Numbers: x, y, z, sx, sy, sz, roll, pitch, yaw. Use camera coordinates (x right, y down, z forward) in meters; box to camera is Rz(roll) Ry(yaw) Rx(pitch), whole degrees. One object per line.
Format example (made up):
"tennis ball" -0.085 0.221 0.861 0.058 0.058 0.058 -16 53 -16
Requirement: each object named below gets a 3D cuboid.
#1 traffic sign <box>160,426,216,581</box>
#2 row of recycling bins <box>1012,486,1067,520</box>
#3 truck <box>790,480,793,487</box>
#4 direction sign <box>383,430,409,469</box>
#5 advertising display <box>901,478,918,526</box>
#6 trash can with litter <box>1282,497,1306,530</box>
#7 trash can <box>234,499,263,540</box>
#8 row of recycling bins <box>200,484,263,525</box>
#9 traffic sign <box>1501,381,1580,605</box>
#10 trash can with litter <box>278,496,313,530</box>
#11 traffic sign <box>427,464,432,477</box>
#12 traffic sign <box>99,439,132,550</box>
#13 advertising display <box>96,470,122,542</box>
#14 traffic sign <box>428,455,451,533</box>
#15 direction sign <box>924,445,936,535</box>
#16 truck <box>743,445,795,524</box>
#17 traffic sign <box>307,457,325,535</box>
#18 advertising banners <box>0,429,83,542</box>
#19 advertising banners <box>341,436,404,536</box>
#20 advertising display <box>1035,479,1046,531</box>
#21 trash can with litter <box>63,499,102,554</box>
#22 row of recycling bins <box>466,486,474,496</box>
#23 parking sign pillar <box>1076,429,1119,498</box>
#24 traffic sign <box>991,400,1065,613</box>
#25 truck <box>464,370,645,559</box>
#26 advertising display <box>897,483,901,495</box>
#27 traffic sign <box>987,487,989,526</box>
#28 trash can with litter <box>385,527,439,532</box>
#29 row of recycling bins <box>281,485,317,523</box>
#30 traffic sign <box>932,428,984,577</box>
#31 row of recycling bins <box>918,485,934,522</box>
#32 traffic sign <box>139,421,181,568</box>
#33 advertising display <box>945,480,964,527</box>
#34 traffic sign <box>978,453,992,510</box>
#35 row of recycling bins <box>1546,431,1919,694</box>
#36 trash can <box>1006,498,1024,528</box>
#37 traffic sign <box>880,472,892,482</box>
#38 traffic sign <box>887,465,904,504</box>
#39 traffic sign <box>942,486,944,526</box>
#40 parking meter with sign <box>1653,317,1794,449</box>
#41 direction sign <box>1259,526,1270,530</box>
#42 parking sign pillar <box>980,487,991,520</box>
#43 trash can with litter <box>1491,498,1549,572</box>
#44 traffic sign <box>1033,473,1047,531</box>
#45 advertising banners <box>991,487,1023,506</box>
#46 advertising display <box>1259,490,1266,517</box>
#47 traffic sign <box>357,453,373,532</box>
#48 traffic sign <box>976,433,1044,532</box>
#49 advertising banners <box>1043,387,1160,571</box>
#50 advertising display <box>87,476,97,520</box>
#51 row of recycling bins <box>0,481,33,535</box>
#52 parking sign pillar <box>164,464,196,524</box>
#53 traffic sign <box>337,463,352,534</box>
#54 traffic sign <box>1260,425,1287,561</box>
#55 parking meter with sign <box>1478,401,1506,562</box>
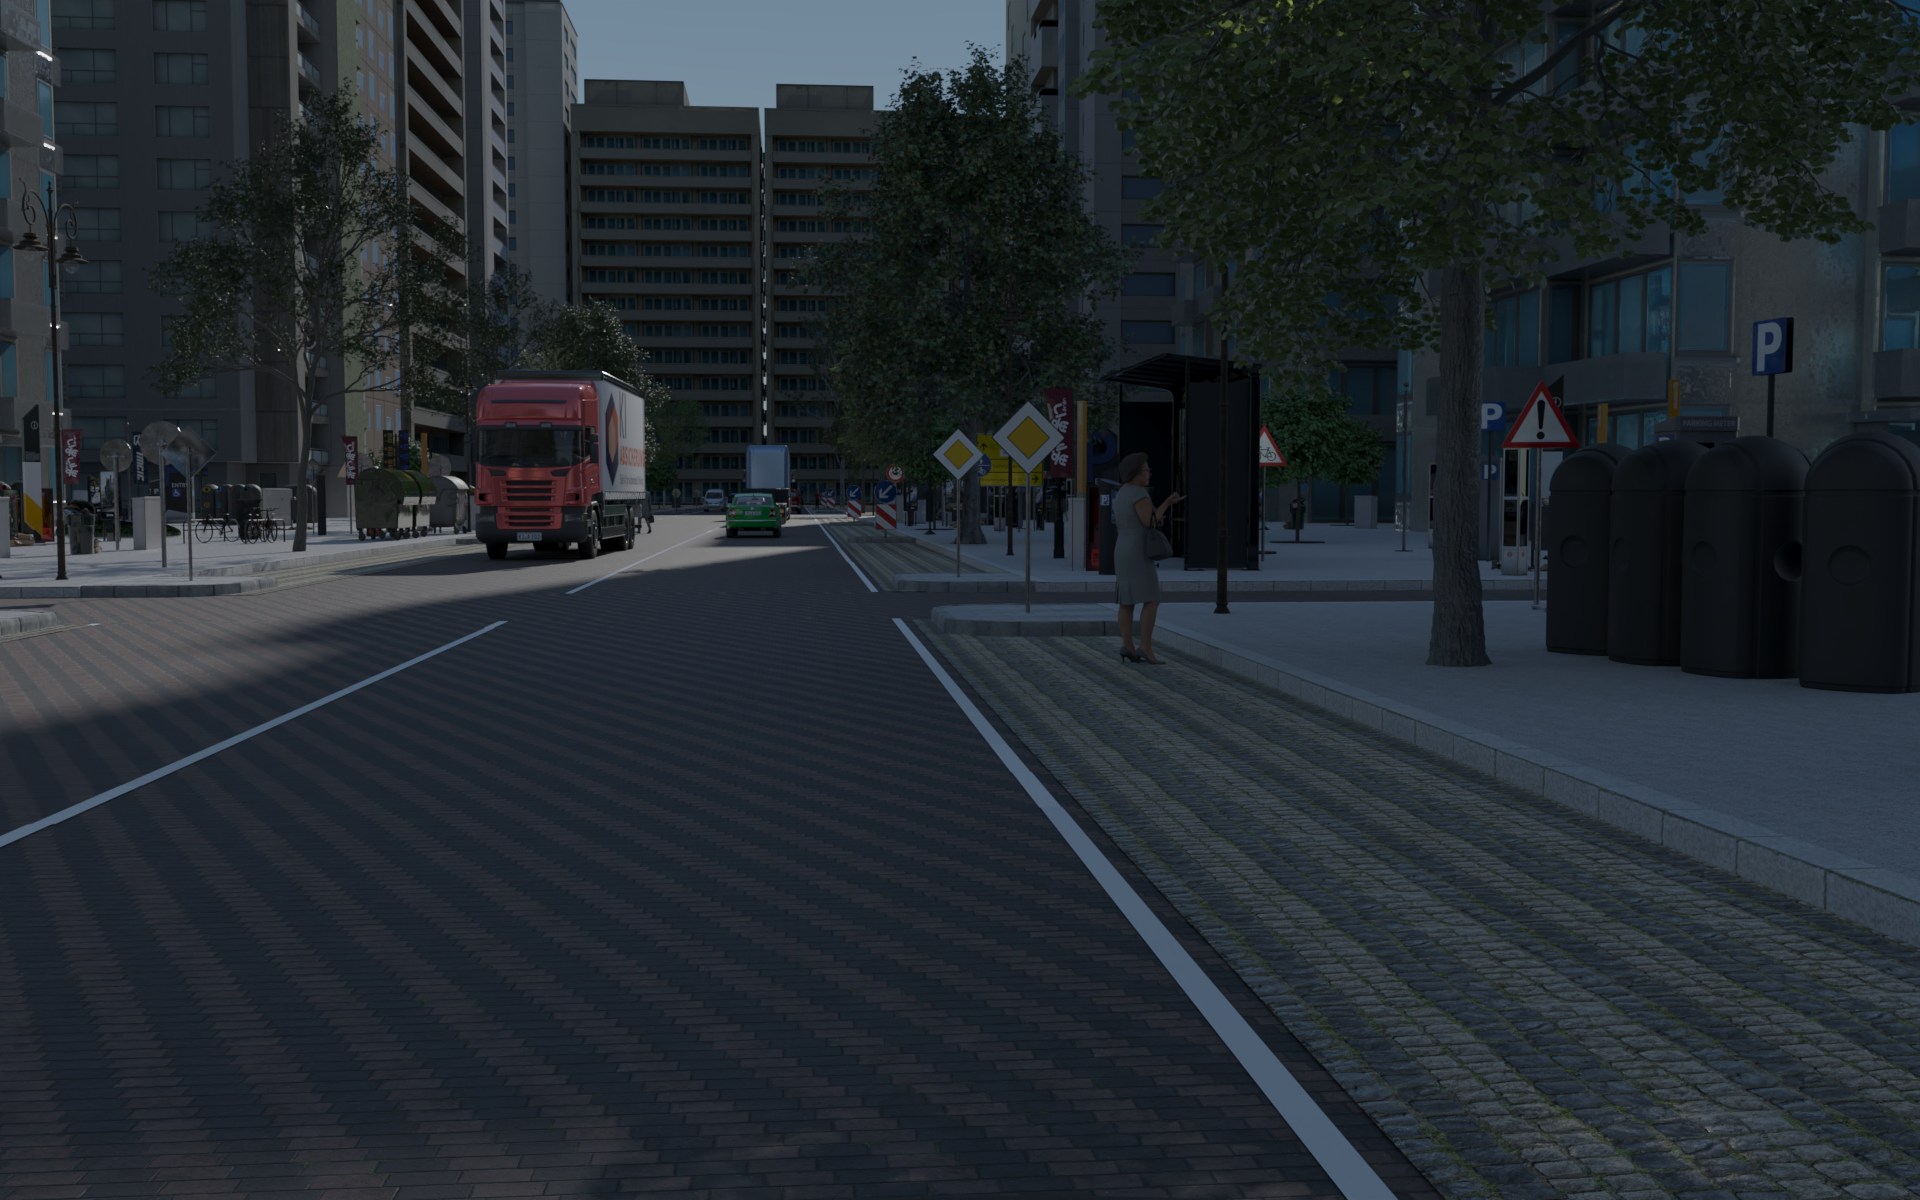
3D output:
"traffic sign" -11.373 -1.340 25.558 0.795 2.450 0.064 0 4 -5
"row of recycling bins" 3.555 -4.816 85.852 3.534 1.692 1.069 2 4 32
"truck" -16.122 -9.906 150.875 2.839 4.237 11.283 0 4 -4
"direction sign" -19.917 -4.235 61.238 0.876 3.537 0.379 -2 4 -26
"advertising display" -1.996 -3.968 70.095 0.123 1.923 0.974 2 4 28
"trash can with litter" 12.029 -3.132 62.594 0.624 1.170 1.055 -2 4 -24
"trash can" -20.054 -2.276 48.864 0.748 1.137 0.748 0 3 0
"row of recycling bins" -30.542 -4.008 72.644 3.534 1.692 1.069 2 4 32
"traffic sign" 6.684 -1.223 20.005 0.884 2.594 0.081 0 4 4
"trash can with litter" -24.132 -3.117 62.026 2.233 1.210 1.678 -3 5 -39
"traffic sign" -22.765 -4.536 74.275 0.768 2.556 0.104 0 3 0
"traffic sign" -19.384 -2.426 39.778 0.768 2.556 0.104 0 4 3
"advertising display" -23.009 -2.552 46.934 0.974 1.923 0.123 3 4 38
"traffic sign" -17.042 -3.463 56.726 0.768 2.556 0.104 0 4 -1
"direction sign" -0.951 -3.843 54.832 0.379 3.537 0.876 0 4 3
"truck" -10.144 -6.131 90.000 2.967 4.110 18.799 0 4 -5
"traffic sign" -20.315 -3.254 54.380 0.795 2.450 0.064 0 4 -1
"advertising banners" -24.592 -3.070 46.380 2.074 3.025 0.090 -1 4 -20
"advertising banners" -17.792 -3.449 52.583 0.090 3.025 2.074 3 5 42
"advertising display" 2.835 -3.418 61.102 0.123 1.923 0.974 -1 4 -13
"trash can with litter" -18.761 -1.567 37.011 0.624 1.170 1.055 -1 4 -11
"row of recycling bins" -21.137 -4.390 78.887 3.534 1.692 1.069 -2 4 -33
"parking sign pillar" 4.263 -3.968 53.341 1.447 3.967 1.447 -1 4 -16
"traffic sign" 0.731 -0.919 18.667 0.795 2.450 0.064 0 4 -5
"truck" -9.446 -3.221 41.585 2.839 4.237 11.283 0 4 -4
"advertising display" -3.148 -5.848 100.832 0.974 1.923 0.123 -1 4 -9
"traffic sign" 1.114 -4.254 69.658 0.768 2.556 0.104 0 4 3
"trash can with litter" -19.078 -2.978 59.744 2.233 1.210 1.678 -1 4 -23
"row of recycling bins" -29.629 -4.301 77.437 1.069 1.692 3.534 -2 4 -35
"traffic sign" -0.028 -1.405 26.616 0.795 2.450 0.064 0 4 -5
"row of recycling bins" -1.866 -4.441 79.720 1.069 1.692 3.534 1 4 9
"traffic sign" -13.897 -1.839 30.178 0.768 2.556 0.104 0 4 -3
"advertising display" -0.099 -3.826 67.773 0.974 1.923 0.123 0 4 4
"traffic sign" 0.576 -3.211 52.601 0.768 2.556 0.104 0 4 4
"row of recycling bins" 5.577 -0.344 12.744 1.069 1.692 3.534 -1 4 -17
"trash can" 2.089 -3.310 65.775 0.748 1.137 0.748 0 3 0
"traffic sign" -4.228 -6.064 99.248 0.768 2.556 0.104 0 4 -5
"traffic sign" -2.730 -4.485 73.443 0.768 2.556 0.104 0 3 0
"traffic sign" -0.696 -4.259 69.741 0.768 2.556 0.104 0 4 2
"parking meter with sign" 7.283 -1.282 17.214 1.738 3.016 0.543 -1 4 -9
"direction sign" 10.886 -4.273 61.869 0.876 3.537 0.379 0 4 7
"parking sign pillar" 0.665 -5.235 74.067 1.447 3.967 1.447 1 4 21
"trash can with litter" 9.639 -1.114 29.273 1.678 1.210 2.233 -2 4 -33
"traffic sign" 2.570 -3.657 59.790 0.884 2.594 0.081 0 4 2
"advertising banners" 2.161 -5.206 81.298 2.074 3.025 0.090 2 4 28
"advertising display" 8.739 -2.874 52.205 0.974 1.923 0.123 1 4 18
"traffic sign" -18.463 -3.256 53.335 0.768 2.556 0.104 0 4 -3
"traffic sign" 1.656 -3.912 57.826 2.265 3.308 0.079 0 3 0
"advertising banners" 2.354 -1.994 28.789 2.074 3.025 0.090 -1 4 -18
"advertising display" -30.126 -3.391 60.658 0.123 1.923 0.974 1 4 17
"row of recycling bins" -30.288 -2.855 53.791 1.069 1.692 3.534 1 4 19
"parking sign pillar" -34.264 -5.341 75.800 1.447 3.967 1.447 -1 4 -11
"traffic sign" -19.563 -3.399 55.583 0.884 2.594 0.081 0 4 1
"traffic sign" 5.766 -2.013 32.916 0.884 2.594 0.081 0 4 1
"parking meter with sign" 10.297 -2.278 33.512 0.543 3.016 1.738 1 4 20
